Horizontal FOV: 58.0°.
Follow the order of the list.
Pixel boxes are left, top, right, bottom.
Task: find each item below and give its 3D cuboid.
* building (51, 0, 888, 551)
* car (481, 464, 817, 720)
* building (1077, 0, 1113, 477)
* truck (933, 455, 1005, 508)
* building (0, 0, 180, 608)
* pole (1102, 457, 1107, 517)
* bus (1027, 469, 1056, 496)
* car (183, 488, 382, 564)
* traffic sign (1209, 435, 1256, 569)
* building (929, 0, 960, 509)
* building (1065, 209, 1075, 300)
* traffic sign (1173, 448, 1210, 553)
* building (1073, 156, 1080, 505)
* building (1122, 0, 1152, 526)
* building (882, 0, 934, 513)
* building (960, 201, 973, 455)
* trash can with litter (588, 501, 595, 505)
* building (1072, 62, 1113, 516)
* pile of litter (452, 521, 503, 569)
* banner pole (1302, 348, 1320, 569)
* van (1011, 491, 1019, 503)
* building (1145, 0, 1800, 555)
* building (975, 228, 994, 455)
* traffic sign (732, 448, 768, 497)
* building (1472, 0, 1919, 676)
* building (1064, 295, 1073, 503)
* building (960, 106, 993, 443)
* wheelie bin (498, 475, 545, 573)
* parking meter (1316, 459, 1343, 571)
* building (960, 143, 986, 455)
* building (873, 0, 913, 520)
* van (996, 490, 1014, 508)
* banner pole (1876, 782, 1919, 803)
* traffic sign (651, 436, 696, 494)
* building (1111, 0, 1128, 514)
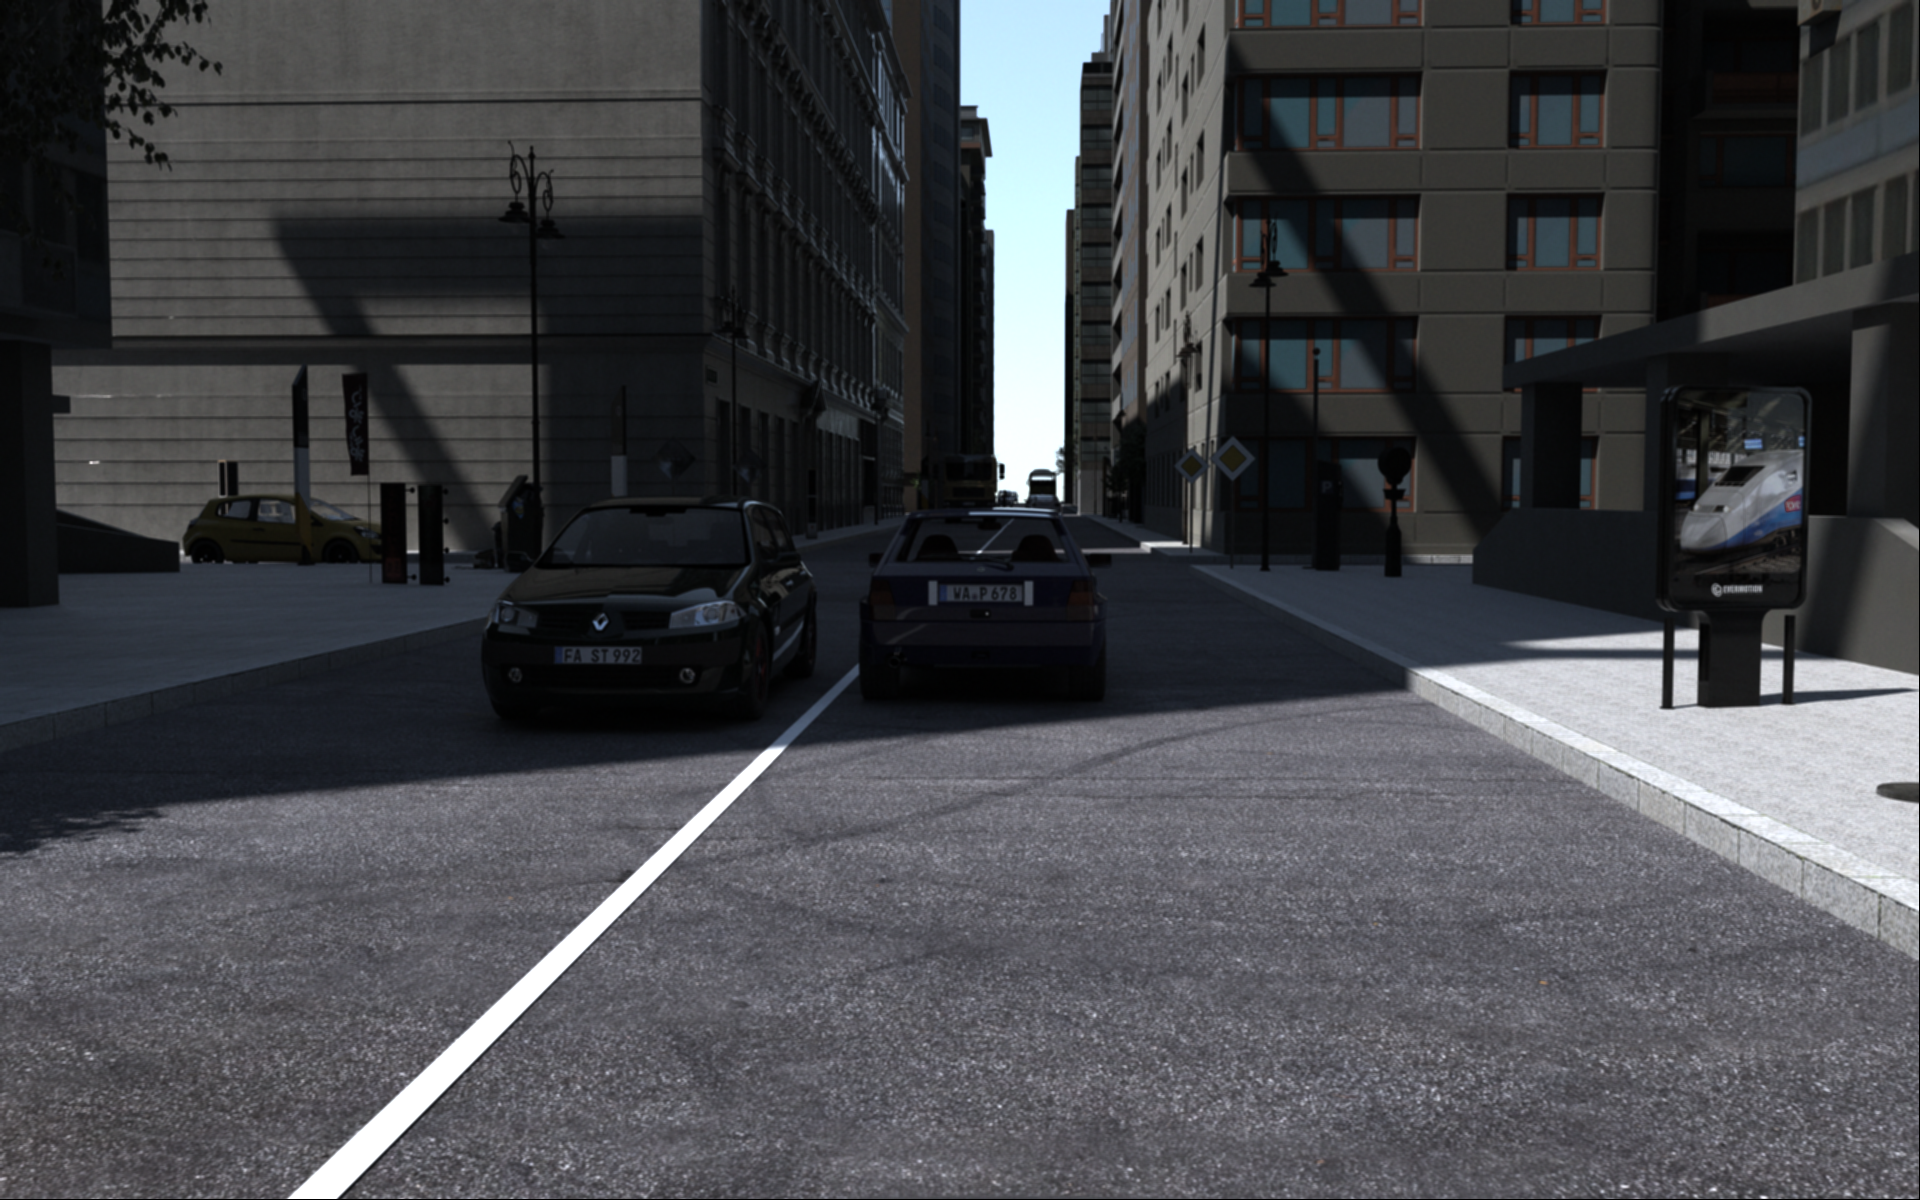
[{"bbox_3d":[-12.633,-17.335,59.845,17.030,29.872,44.131,0,4,3],"label":"building"},{"bbox_3d":[-2.055,-0.151,12.260,2.009,1.686,4.222,0,4,2],"label":"car"},{"bbox_3d":[23.873,-33.804,172.299,23.786,49.044,30.456,0,4,3],"label":"building"},{"bbox_3d":[0.548,-5.592,87.358,3.469,3.379,9.791,0,4,2],"label":"truck"},{"bbox_3d":[-21.936,-19.684,13.707,23.993,40.220,32.217,0,4,3],"label":"building"},{"bbox_3d":[8.046,-6.272,96.386,0.158,3.312,0.155,0,3,0],"label":"pole"},{"bbox_3d":[8.044,-10.931,170.266,2.896,3.916,12.252,0,4,2],"label":"bus"},{"bbox_3d":[-12.644,-1.395,33.029,3.980,1.641,2.015,0,4,4],"label":"car"},{"bbox_3d":[4.657,-1.590,29.642,0.795,2.450,0.064,0,4,3],"label":"traffic sign"},{"bbox_3d":[-11.072,-36.690,141.883,21.231,58.520,28.212,0,4,3],"label":"building"},{"bbox_3d":[22.979,-37.545,263.977,14.600,45.320,14.200,0,4,3],"label":"building"},{"bbox_3d":[5.021,-2.078,37.618,0.795,2.450,0.064,0,4,3],"label":"traffic sign"},{"bbox_3d":[20.946,-32.305,211.773,14.154,41.232,14.086,0,4,3],"label":"building"},{"bbox_3d":[14.346,-25.997,75.154,14.600,45.320,14.200,0,4,3],"label":"building"},{"bbox_3d":[-9.137,-28.795,120.915,14.600,45.320,14.200,0,4,3],"label":"building"},{"bbox_3d":[-5.982,-24.852,178.023,14.160,30.474,14.107,0,4,3],"label":"building"},{"bbox_3d":[-5.661,-1.033,28.274,0.624,1.170,1.055,2,4,31],"label":"trash can with litter"},{"bbox_3d":[15.195,-21.264,119.368,14.160,30.474,14.107,0,4,3],"label":"building"},{"bbox_3d":[-7.939,-0.983,30.036,1.719,0.858,1.176,-1,4,-10],"label":"pile of litter"},{"bbox_3d":[6.132,-2.442,29.948,0.401,3.779,0.863,1,4,9],"label":"banner pole"},{"bbox_3d":[8.137,-15.940,267.637,2.013,2.044,4.112,0,4,2],"label":"van"},{"bbox_3d":[20.635,-12.473,48.978,28.899,21.520,27.650,0,4,3],"label":"building"},{"bbox_3d":[-2.041,-35.294,260.658,14.154,41.232,14.086,0,4,3],"label":"building"},{"bbox_3d":[-4.612,-2.106,38.077,0.795,2.450,0.064,0,4,3],"label":"traffic sign"},{"bbox_3d":[23.124,-19.822,15.964,32.217,40.220,23.993,0,4,3],"label":"building"},{"bbox_3d":[22.106,-29.273,250.311,14.160,30.474,14.107,0,4,3],"label":"building"},{"bbox_3d":[-10.188,-39.785,239.728,28.713,52.752,27.495,0,4,3],"label":"building"},{"bbox_3d":[-7.207,-1.261,28.525,0.693,1.594,0.980,-2,4,-27],"label":"wheelie bin"},{"bbox_3d":[6.195,-1.427,29.041,0.399,1.863,0.255,2,4,29],"label":"parking meter"},{"bbox_3d":[-8.134,-34.073,211.711,22.147,44.769,28.867,0,4,3],"label":"building"},{"bbox_3d":[-9.871,-18.712,91.852,13.634,28.700,20.117,0,4,3],"label":"building"},{"bbox_3d":[4.794,-10.884,184.961,2.013,2.044,4.112,0,4,1],"label":"van"},{"bbox_3d":[4.231,-1.040,7.027,0.401,3.779,0.863,-2,4,-32],"label":"banner pole"},{"bbox_3d":[-4.976,-1.618,30.100,0.795,2.450,0.064,0,4,3],"label":"traffic sign"},{"bbox_3d":[19.998,-29.173,100.678,21.300,48.544,21.600,0,4,3],"label":"building"}]
